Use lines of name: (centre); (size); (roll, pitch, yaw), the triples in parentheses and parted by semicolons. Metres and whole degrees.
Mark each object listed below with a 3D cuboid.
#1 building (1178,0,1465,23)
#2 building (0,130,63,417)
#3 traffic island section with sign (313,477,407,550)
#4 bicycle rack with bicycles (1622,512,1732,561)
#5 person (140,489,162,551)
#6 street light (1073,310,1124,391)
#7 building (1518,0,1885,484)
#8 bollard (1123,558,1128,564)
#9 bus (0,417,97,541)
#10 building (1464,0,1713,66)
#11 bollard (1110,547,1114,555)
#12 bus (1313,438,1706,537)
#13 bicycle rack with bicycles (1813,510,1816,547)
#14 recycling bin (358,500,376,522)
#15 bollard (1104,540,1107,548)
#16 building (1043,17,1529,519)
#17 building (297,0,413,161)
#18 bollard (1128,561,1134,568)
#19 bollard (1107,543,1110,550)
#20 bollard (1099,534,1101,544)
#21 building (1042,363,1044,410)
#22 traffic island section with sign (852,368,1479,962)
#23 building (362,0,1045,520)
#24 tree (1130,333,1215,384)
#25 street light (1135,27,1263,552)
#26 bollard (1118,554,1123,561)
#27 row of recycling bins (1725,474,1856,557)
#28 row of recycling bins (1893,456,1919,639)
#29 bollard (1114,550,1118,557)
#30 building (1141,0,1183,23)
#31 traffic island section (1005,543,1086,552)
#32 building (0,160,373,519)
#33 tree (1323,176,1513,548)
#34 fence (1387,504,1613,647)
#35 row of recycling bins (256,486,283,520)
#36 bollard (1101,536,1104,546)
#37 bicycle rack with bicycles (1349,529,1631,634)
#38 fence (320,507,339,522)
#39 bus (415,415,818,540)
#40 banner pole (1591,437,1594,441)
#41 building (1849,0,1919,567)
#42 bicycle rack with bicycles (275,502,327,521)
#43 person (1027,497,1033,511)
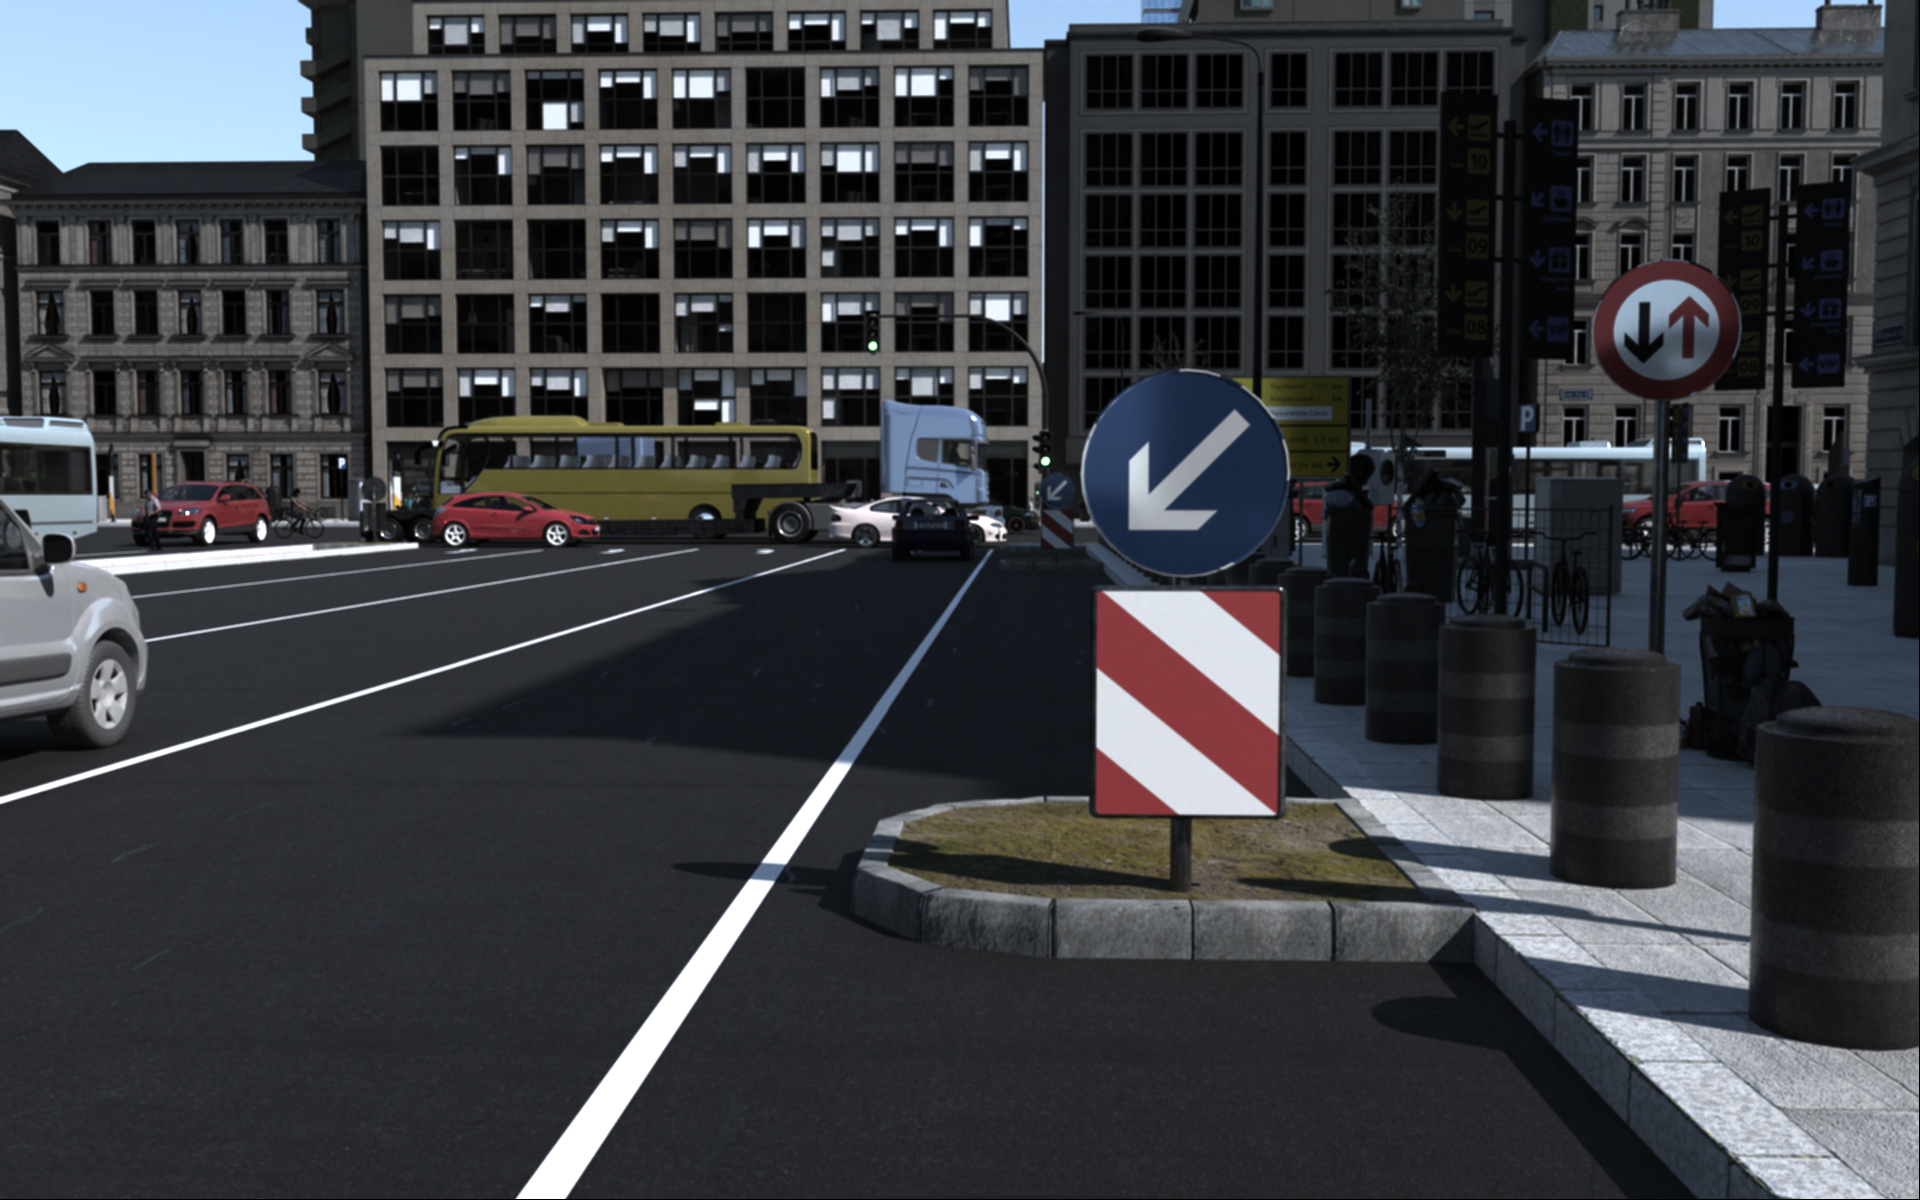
building: (30.207, -32.160, 149.525); (21.300, 48.544, 21.600); (0, 4, 2)
building: (-69.277, -14.879, 94.187); (40.483, 20.767, 10.553); (0, 4, 2)
traffic island section with sign: (-15.426, -2.251, 44.937); (2.006, 1.907, 1.989); (0, 4, 2)
bicycle rack with bicycles: (13.773, -1.267, 34.092); (2.852, 0.926, 2.925); (-3, 5, -43)
person: (-20.410, -2.022, 43.768); (0.614, 1.554, 0.590); (2, 4, 35)
street light: (3.549, -4.358, 43.799); (1.470, 5.913, 1.316); (0, 4, 2)
building: (40.962, -17.943, 90.634); (25.104, 27.353, 12.463); (0, 4, 2)
bollard: (3.250, -1.045, 31.802); (0.404, 0.777, 0.398); (0, 3, 0)
bus: (-22.666, -2.516, 35.991); (2.948, 3.499, 13.247); (0, 4, 2)
building: (59.198, -38.894, 177.920); (28.212, 58.520, 21.231); (0, 4, 2)
bollard: (3.449, -1.343, 36.674); (0.404, 0.777, 0.398); (0, 3, 0)
bus: (17.683, -3.853, 57.858); (13.247, 3.499, 2.948); (0, 4, 3)
bicycle rack with bicycles: (21.211, -1.714, 41.400); (2.852, 0.926, 2.925); (0, 4, -1)
recycling bin: (-27.401, -4.130, 80.075); (0.722, 1.027, 0.722); (-1, 4, -23)
bollard: (3.581, -1.541, 39.916); (0.404, 0.777, 0.398); (0, 3, 0)
building: (16.465, -18.296, 92.647); (24.014, 27.812, 14.314); (0, 4, 2)
building: (-44.176, -32.294, 151.711); (21.300, 48.544, 21.600); (0, 4, 2)
bollard: (3.188, -0.945, 30.174); (0.404, 0.777, 0.398); (0, 3, 0)
bollard: (3.516, -1.442, 38.295); (0.404, 0.777, 0.398); (0, 3, 0)
bollard: (3.714, -1.740, 43.161); (0.404, 0.777, 0.398); (0, 3, 0)
building: (7.958, -25.405, 260.411); (28.899, 21.520, 27.650); (0, 4, 2)
traffic island section with sign: (0.641, 0.144, 6.278); (1.989, 1.847, 2.006); (0, 4, 2)
building: (-12.494, -17.846, 96.304); (34.151, 26.468, 19.350); (0, 4, 2)
tree: (9.718, -7.821, 78.234); (4.360, 8.622, 3.978); (0, 3, 0)
street light: (2.447, -2.744, 17.402); (1.470, 5.913, 1.316); (0, 4, 2)
bollard: (3.317, -1.144, 33.424); (0.404, 0.777, 0.398); (0, 3, 0)
row of recycling bins: (17.589, -1.748, 35.700); (3.534, 1.692, 1.069); (3, 5, 44)
row of recycling bins: (9.184, -0.437, 14.250); (1.069, 1.692, 3.534); (-1, 4, -12)
bollard: (3.384, -1.244, 35.053); (0.404, 0.777, 0.398); (0, 3, 0)
building: (38.084, -57.571, 253.954); (31.000, 86.520, 22.319); (0, 4, 2)
traffic island section: (2.173, -1.327, 43.982); (2.009, 0.180, 2.903); (0, 4, 2)
building: (-39.357, -13.999, 93.516); (19.286, 19.102, 10.561); (0, 4, 2)
tree: (10.726, -5.551, 41.122); (4.360, 8.622, 3.978); (0, 3, 0)
fence: (4.422, -0.194, 14.374); (0.480, 1.192, 2.264); (-3, 5, -39)
row of recycling bins: (-35.120, -4.787, 85.375); (3.534, 1.692, 1.069); (0, 4, 7)
bollard: (3.649, -1.641, 41.540); (0.404, 0.777, 0.398); (0, 3, 0)
bicycle rack with bicycles: (4.944, -0.235, 17.226); (2.852, 0.926, 2.925); (1, 4, 15)
fence: (-29.447, -3.993, 80.668); (0.278, 0.683, 2.069); (-3, 5, -40)
bus: (-10.720, -3.874, 54.891); (12.252, 3.916, 2.896); (0, 4, 1)
banner pole: (27.759, -5.303, 76.715); (0.863, 3.779, 0.401); (-1, 4, -8)
building: (21.058, -11.929, 14.118); (14.460, 24.649, 34.723); (0, 4, 2)
bicycle rack with bicycles: (-31.866, -4.204, 82.110); (2.925, 0.926, 2.852); (0, 4, 7)
person: (2.976, -3.764, 74.323); (0.394, 1.301, 0.425); (-1, 4, -16)
